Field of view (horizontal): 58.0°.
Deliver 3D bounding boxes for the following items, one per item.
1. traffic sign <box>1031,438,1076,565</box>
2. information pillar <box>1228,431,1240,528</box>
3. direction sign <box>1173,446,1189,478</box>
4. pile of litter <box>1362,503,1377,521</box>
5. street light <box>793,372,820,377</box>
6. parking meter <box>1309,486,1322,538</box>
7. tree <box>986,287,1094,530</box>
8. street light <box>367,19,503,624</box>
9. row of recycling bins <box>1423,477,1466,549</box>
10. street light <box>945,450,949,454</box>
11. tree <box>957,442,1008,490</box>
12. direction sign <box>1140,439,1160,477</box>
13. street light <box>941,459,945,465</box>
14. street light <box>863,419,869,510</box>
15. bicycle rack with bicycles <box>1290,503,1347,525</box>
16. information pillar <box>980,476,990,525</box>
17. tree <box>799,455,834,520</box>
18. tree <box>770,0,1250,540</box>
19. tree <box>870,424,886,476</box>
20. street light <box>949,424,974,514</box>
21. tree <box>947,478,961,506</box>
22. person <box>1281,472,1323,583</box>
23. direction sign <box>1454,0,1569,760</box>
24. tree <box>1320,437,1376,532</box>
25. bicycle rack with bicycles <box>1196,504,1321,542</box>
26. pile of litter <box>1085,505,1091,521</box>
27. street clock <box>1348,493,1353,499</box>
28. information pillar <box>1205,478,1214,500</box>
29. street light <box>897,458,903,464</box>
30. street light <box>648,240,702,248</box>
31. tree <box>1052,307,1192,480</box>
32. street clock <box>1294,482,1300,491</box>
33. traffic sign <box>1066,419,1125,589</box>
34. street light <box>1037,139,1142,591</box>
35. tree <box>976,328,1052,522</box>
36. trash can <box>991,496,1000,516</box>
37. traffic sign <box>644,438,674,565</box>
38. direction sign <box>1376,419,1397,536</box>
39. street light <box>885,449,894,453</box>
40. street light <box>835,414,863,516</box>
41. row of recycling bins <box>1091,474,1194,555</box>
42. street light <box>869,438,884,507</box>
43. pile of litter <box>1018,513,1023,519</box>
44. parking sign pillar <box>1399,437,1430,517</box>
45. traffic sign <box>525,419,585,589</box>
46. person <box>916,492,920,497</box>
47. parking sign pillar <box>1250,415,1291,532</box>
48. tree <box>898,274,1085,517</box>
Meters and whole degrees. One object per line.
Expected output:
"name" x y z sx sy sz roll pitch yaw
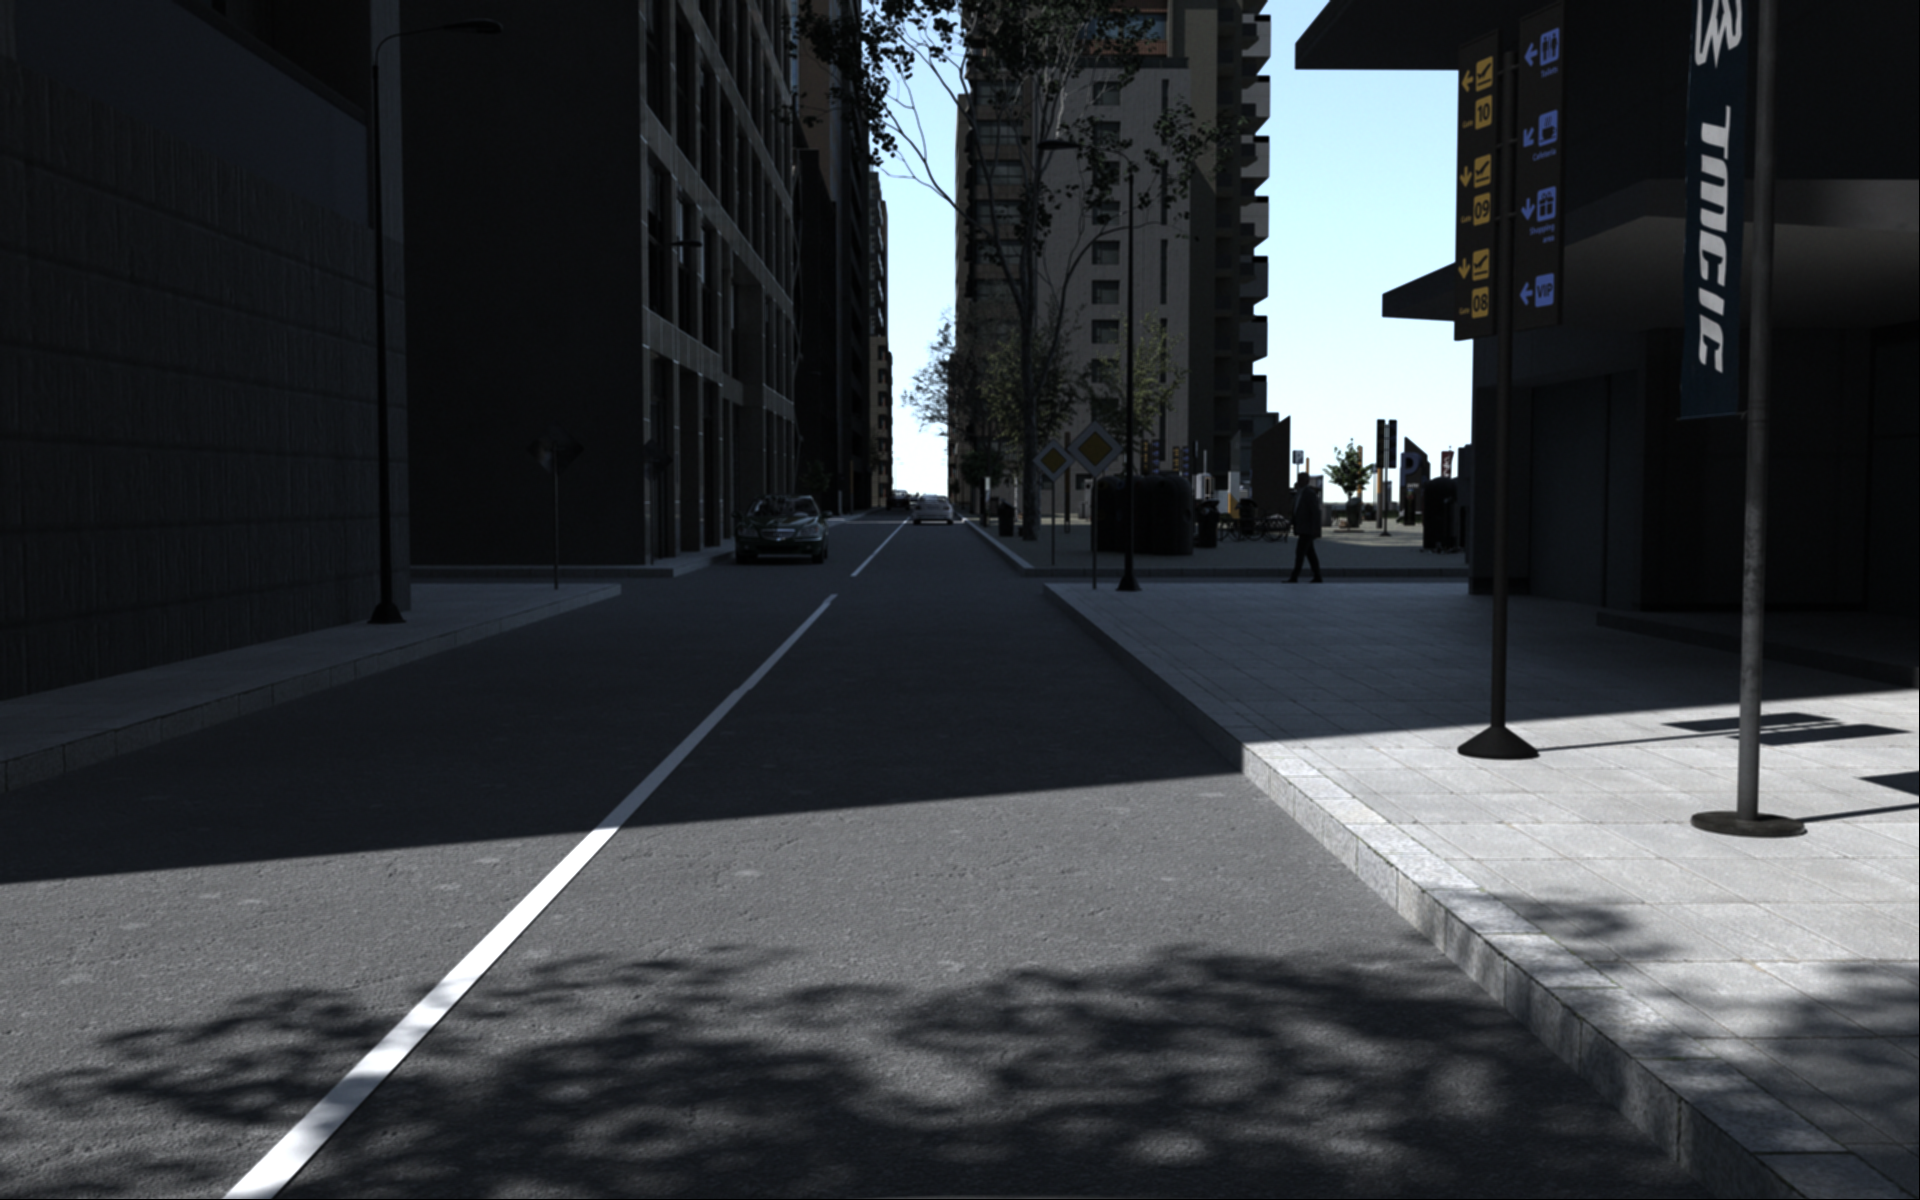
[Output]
"traffic sign" 1.687 -1.693 31.322 0.795 2.450 0.064 0 4 -1
"information pillar" 10.128 -4.435 63.872 0.504 3.616 0.183 -2 4 -31
"direction sign" 10.462 -5.512 82.120 0.876 3.537 0.379 3 4 37
"pile of litter" 19.349 -4.201 82.650 1.719 0.858 1.176 0 4 0
"street light" -6.028 -5.730 66.219 1.470 5.913 1.316 0 4 -1
"parking meter" 10.431 -2.595 50.845 0.372 1.533 0.369 0 3 0
"tree" 2.836 -6.847 62.315 4.360 8.622 3.978 0 3 0
"street light" -5.177 -2.725 17.099 1.470 5.913 1.316 0 4 -1
"row of recycling bins" 12.251 -2.129 41.918 1.069 1.692 3.534 3 4 38
"street light" -0.292 -10.742 148.174 1.470 5.913 1.316 0 4 -1
"tree" 1.466 -7.713 109.824 4.285 4.588 4.351 0 3 0
"direction sign" 7.891 -4.892 71.984 0.876 3.537 0.379 2 4 35
"street light" -0.981 -12.856 182.735 1.470 5.913 1.316 0 4 -1
"street light" -6.559 -8.260 107.594 1.470 5.913 1.316 0 4 -1
"bicycle rack with bicycles" 14.901 -3.578 71.879 2.852 0.926 2.925 -1 4 -14
"information pillar" 1.017 -4.081 71.224 0.304 2.012 0.304 -3 5 -40
"tree" -6.935 -5.523 84.907 1.663 3.219 1.824 0 3 0
"tree" 1.186 -11.645 46.291 12.611 20.169 13.585 0 3 0
"tree" -9.677 -14.189 182.344 4.737 8.622 4.395 0 3 0
"street light" 0.200 -8.644 113.867 1.470 5.913 1.316 0 4 -1
"tree" -0.358 -11.970 190.317 1.663 3.219 1.824 0 3 0
"person" 5.320 -1.110 27.042 0.834 1.777 0.661 -1 4 -22
"direction sign" 2.651 -1.005 8.436 0.379 3.537 0.876 -1 4 -16
"tree" 13.284 -3.911 58.544 1.663 3.219 1.824 0 3 0
"bicycle rack with bicycles" 8.127 -2.071 47.243 2.925 0.926 2.852 2 4 26
"pile of litter" 6.678 -4.234 83.198 1.176 0.858 1.719 -1 4 -17
"street clock" 22.975 -5.958 101.982 0.358 2.002 0.471 3 5 42
"information pillar" 11.124 -4.446 77.180 0.304 2.012 0.304 -3 5 -39
"street light" -8.493 -15.469 225.458 1.470 5.913 1.316 0 4 -1
"street light" -5.406 -3.624 31.789 1.470 5.913 1.316 0 4 -1
"tree" 6.846 -7.176 67.692 4.737 8.622 4.395 0 3 0
"street clock" 20.758 -6.237 106.548 0.358 2.002 0.471 3 5 43
"traffic sign" 1.815 -1.205 23.338 0.795 2.450 0.064 0 4 -1
"street light" 1.706 -3.078 22.872 1.470 5.913 1.316 0 4 -1
"tree" 2.774 -7.808 78.026 4.737 8.622 4.395 0 3 0
"trash can" 2.006 -5.595 103.124 0.748 1.137 0.748 0 3 0
"traffic sign" -5.557 -1.687 31.226 0.795 2.450 0.064 0 4 -1
"direction sign" 12.935 -3.705 52.567 0.876 3.537 0.379 -2 4 -35
"street light" -7.746 -12.536 177.496 1.470 5.913 1.316 0 4 -1
"street light" -6.572 -7.828 100.526 1.470 5.913 1.316 0 4 -1
"row of recycling bins" 3.967 -1.877 37.810 1.069 1.692 3.534 -2 4 -24
"street light" -7.233 -10.417 142.854 1.470 5.913 1.316 0 4 -1
"pile of litter" 3.343 -4.605 89.255 1.719 0.858 1.176 -2 4 -34
"parking sign pillar" 21.107 -5.636 80.614 1.447 3.967 1.447 -2 4 -34
"traffic sign" -5.428 -1.199 23.242 0.795 2.450 0.064 0 4 -1
"person" -6.500 -15.634 264.133 1.348 1.822 0.705 -2 4 -35
"parking sign pillar" 10.579 -4.320 59.102 1.447 3.967 1.447 0 4 3
"tree" 1.710 -11.368 96.231 12.009 13.543 11.850 0 3 0
